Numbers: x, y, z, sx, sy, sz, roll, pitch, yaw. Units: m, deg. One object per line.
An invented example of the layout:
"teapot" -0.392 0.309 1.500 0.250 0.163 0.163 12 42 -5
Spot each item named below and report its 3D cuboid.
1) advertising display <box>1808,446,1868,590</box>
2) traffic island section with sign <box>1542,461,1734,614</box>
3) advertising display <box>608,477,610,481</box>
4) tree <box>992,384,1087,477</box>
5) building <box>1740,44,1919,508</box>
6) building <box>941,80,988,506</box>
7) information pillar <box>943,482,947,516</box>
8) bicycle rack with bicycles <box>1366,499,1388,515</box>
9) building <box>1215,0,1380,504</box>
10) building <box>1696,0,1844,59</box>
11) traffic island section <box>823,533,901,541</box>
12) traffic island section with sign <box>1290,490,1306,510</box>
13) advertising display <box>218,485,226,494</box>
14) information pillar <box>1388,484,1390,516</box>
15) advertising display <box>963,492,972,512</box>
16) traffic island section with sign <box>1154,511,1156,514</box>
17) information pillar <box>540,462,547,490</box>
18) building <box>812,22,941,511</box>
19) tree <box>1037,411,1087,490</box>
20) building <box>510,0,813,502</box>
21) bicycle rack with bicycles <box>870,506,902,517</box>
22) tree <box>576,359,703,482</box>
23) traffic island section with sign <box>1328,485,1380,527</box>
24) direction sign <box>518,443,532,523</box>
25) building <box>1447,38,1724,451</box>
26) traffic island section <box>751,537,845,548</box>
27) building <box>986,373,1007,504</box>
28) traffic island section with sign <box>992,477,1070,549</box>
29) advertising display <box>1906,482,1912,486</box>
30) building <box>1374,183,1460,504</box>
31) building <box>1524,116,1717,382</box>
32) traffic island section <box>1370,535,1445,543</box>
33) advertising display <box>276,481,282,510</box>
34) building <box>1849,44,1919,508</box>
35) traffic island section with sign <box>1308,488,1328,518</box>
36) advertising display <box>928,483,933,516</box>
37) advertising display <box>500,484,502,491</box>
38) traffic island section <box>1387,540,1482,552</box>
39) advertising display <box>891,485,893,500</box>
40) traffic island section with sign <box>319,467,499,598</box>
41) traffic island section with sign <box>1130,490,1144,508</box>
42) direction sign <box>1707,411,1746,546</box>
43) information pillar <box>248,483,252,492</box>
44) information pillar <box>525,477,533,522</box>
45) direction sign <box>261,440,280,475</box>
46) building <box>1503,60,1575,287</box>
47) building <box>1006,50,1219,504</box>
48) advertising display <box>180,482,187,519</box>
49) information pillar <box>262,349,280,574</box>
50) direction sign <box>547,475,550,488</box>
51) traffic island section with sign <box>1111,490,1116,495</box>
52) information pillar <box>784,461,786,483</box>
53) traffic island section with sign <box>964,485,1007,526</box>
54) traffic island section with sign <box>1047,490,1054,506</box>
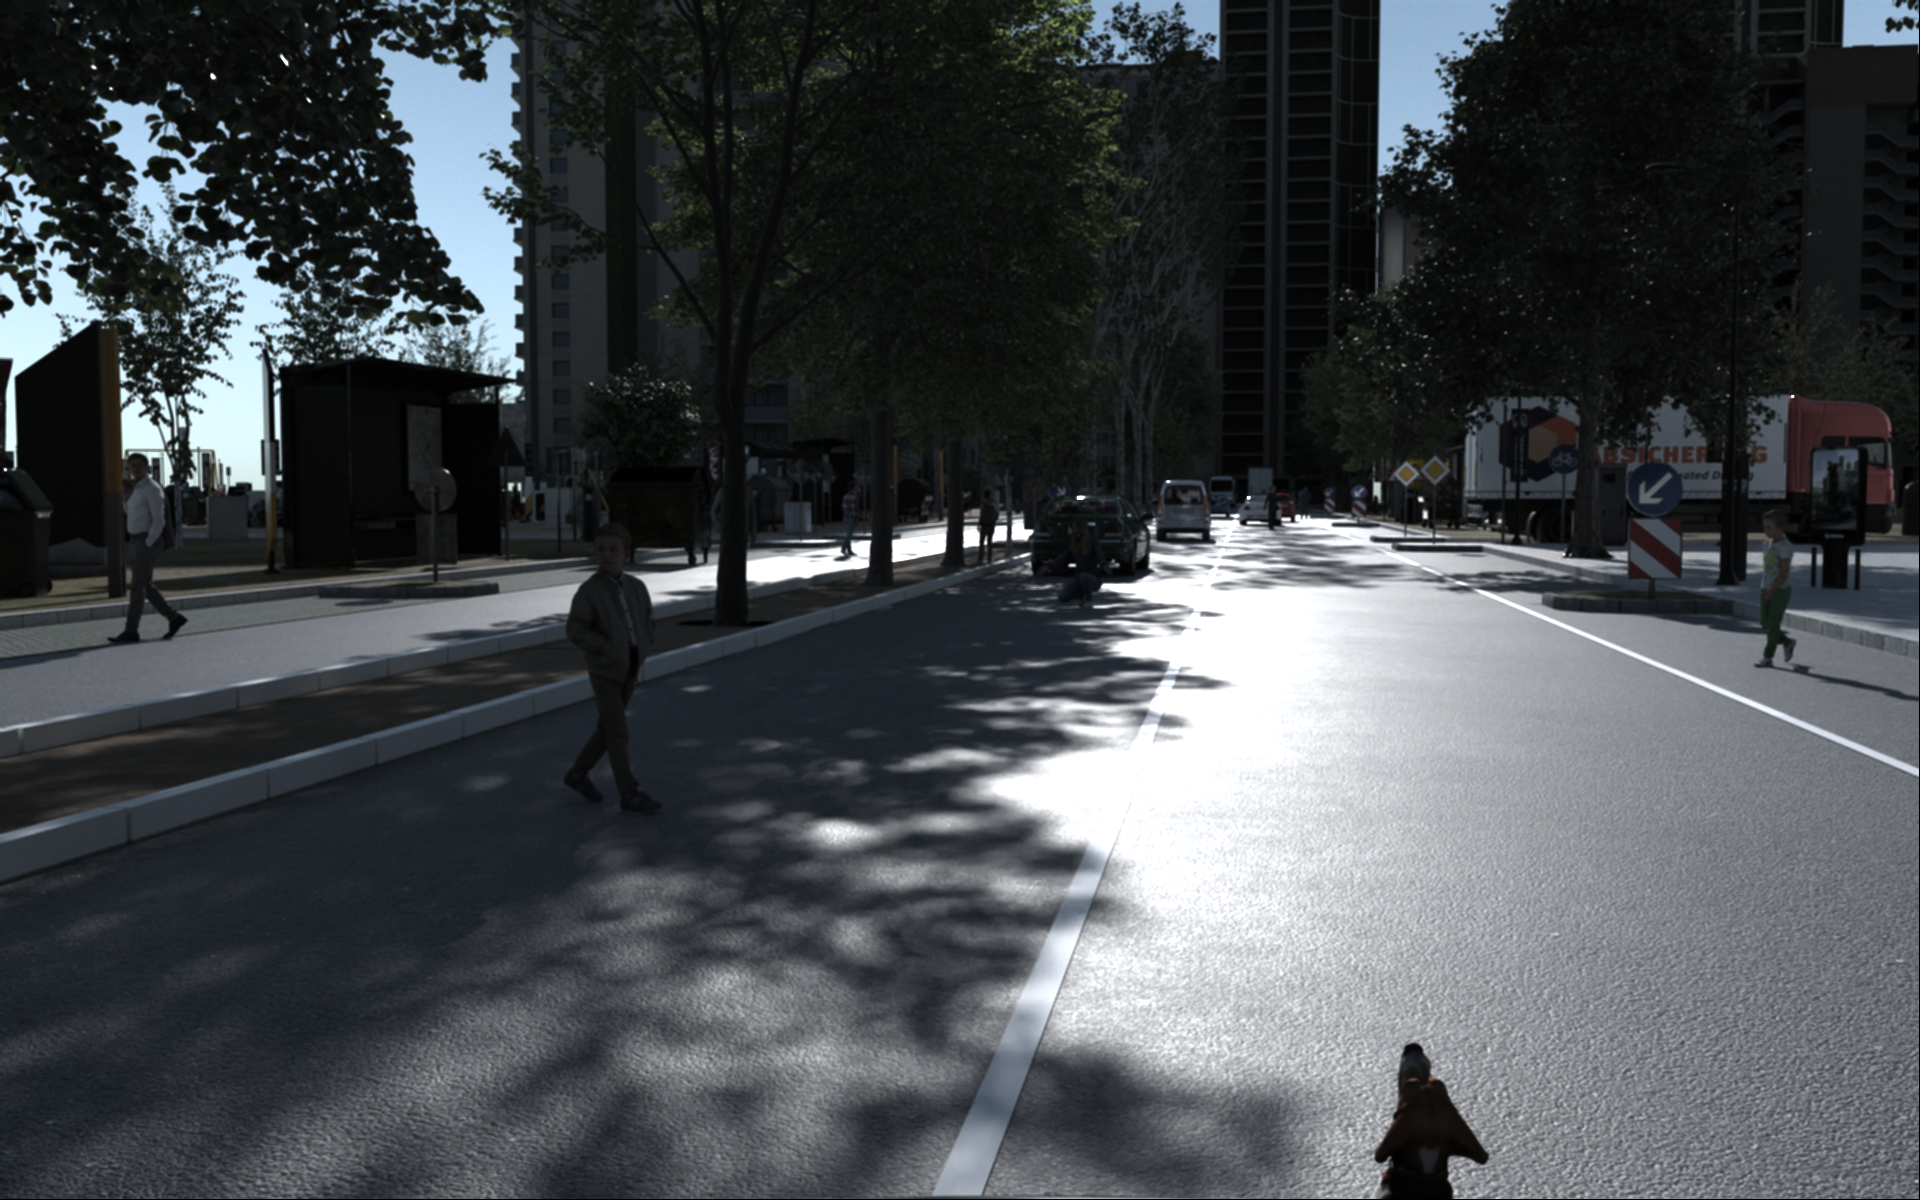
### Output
"advertising display" 11.921 -1.122 23.551 0.123 1.923 0.974 -1 4 -12
"traffic island section with sign" 8.449 -0.806 21.804 1.989 1.847 2.006 1 4 9
"advertising display" -11.081 -3.172 57.074 0.974 1.923 0.123 -1 4 -10
"tree" 5.517 -11.509 122.586 7.601 10.594 8.767 1 4 21
"building" 83.900 -31.900 171.680 14.200 45.320 14.600 1 4 9
"building" -8.554 -45.551 183.004 20.611 71.187 20.563 1 4 9
"information pillar" -0.904 -5.809 99.467 0.304 2.012 0.304 -2 4 -30
"bicycle rack with bicycles" 30.185 -6.582 120.996 2.925 0.926 2.852 0 4 0
"building" 44.875 -48.458 230.543 20.611 71.187 20.563 1 4 9
"building" 100.923 -47.934 221.977 20.611 71.187 20.563 1 4 9
"traffic island section" -3.034 -1.994 54.875 2.009 0.180 2.903 1 4 9
"traffic island section with sign" 30.074 -8.833 153.046 1.989 1.847 2.006 1 4 9
"advertising display" -49.905 -6.840 117.043 0.974 1.923 0.123 3 5 39
"information pillar" 24.678 -5.781 99.006 0.304 2.012 0.304 -3 5 -44
"advertising display" 0.383 -7.289 124.391 0.974 1.923 0.123 -2 4 -28
"traffic island section with sign" 15.354 -7.310 127.656 2.006 1.907 1.989 1 4 9
"information pillar" -29.872 -8.122 124.145 0.504 3.616 0.183 0 4 3
"building" -14.362 -36.947 146.089 21.231 58.520 28.212 1 4 9
"tree" 7.374 -10.980 129.886 4.360 8.622 3.978 0 3 0
"building" -32.737 -39.518 188.118 28.212 58.520 21.231 1 4 9
"bicycle rack with bicycles" -4.163 -5.241 99.074 2.852 0.926 2.925 3 5 41
"tree" -7.845 -3.577 42.206 4.285 4.588 4.351 0 3 0
"traffic island section with sign" 17.448 -4.147 76.437 1.989 1.847 2.006 1 4 9
"direction sign" -19.508 -5.208 77.145 0.876 3.537 0.379 0 4 -2
"building" 59.640 -31.408 168.148 22.147 44.769 28.867 1 4 9
"traffic island section" -4.333 -1.512 46.996 2.009 0.180 2.903 1 4 9
"building" -5.952 -40.052 244.092 27.495 52.752 28.713 1 4 9
"traffic island section with sign" 1.930 -2.328 46.205 2.006 1.907 1.989 1 4 9
"advertising display" 49.428 -5.157 89.528 0.974 1.923 0.123 1 4 14
"building" 61.878 -33.179 226.077 14.086 41.232 14.154 1 4 9
"building" 50.579 -22.148 133.814 14.160 30.474 14.107 1 4 9
"traffic island section" 13.435 -1.828 52.166 2.009 0.180 2.903 1 4 9
"advertising display" -32.861 -4.768 83.164 0.123 1.923 0.974 3 4 38
"building" 97.987 -31.788 169.840 14.200 45.320 14.600 1 4 9
"traffic island section with sign" 21.837 -5.774 103.034 1.989 1.847 2.006 1 4 9
"advertising display" -1.813 -5.896 101.617 0.123 1.923 0.974 1 4 20
"advertising display" -28.534 -6.173 106.142 0.974 1.923 0.123 1 4 13
"traffic island section" 12.136 -1.346 44.286 2.009 0.180 2.903 1 4 9
"advertising display" -4.742 -7.098 121.266 0.974 1.923 0.123 1 4 17
"traffic island section with sign" -7.694 -0.977 24.607 1.989 1.847 2.006 1 4 9
"traffic island section with sign" 18.290 -10.615 182.185 1.989 1.847 2.006 1 4 9
"direction sign" 18.999 -3.118 42.981 0.876 3.537 0.379 1 4 20
"information pillar" -47.862 -6.861 116.673 0.304 2.012 0.304 -2 4 -30
"information pillar" -20.136 -5.471 80.798 0.504 3.616 0.183 3 4 37
"direction sign" -28.655 -4.896 72.048 0.876 3.537 0.379 1 4 17
"building" 52.950 -28.381 147.630 14.154 41.232 14.086 1 4 9
"building" 20.837 -42.397 235.186 28.212 58.520 21.231 1 4 9
"advertising display" -40.267 -5.178 89.870 0.123 1.923 0.974 -1 4 -11
"information pillar" -11.072 -2.228 27.784 0.183 3.616 0.504 -2 4 -32
"direction sign" -31.847 -8.687 134.024 0.379 3.537 0.876 -2 4 -25
"traffic island section with sign" 13.899 -8.988 155.589 1.989 1.847 2.006 1 4 9
"information pillar" -11.145 -7.227 109.519 0.183 3.616 0.504 1 4 17
"traffic island section with sign" 1.289 -4.310 79.100 1.989 1.847 2.006 1 4 9
"traffic island section with sign" 5.681 -5.937 105.696 1.989 1.847 2.006 1 4 9
